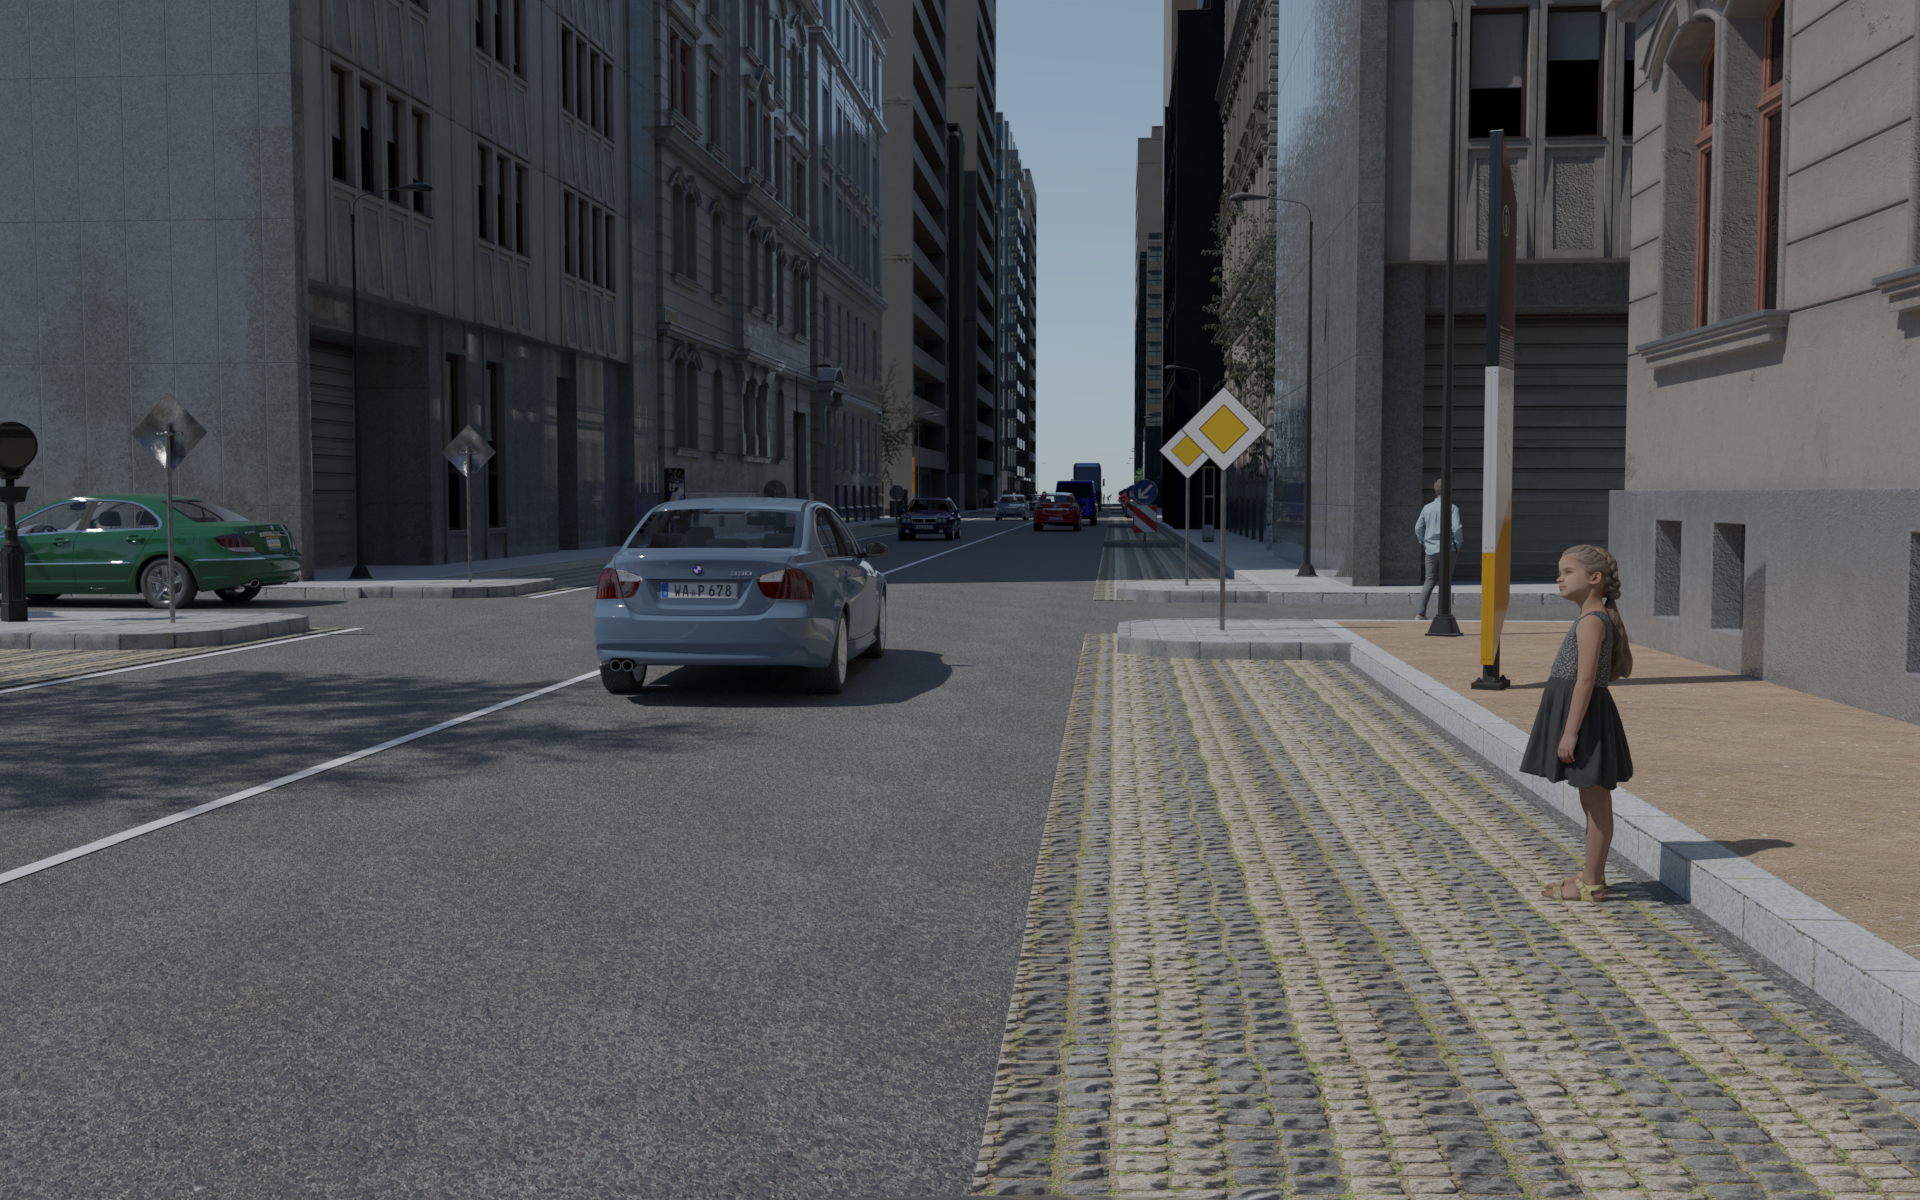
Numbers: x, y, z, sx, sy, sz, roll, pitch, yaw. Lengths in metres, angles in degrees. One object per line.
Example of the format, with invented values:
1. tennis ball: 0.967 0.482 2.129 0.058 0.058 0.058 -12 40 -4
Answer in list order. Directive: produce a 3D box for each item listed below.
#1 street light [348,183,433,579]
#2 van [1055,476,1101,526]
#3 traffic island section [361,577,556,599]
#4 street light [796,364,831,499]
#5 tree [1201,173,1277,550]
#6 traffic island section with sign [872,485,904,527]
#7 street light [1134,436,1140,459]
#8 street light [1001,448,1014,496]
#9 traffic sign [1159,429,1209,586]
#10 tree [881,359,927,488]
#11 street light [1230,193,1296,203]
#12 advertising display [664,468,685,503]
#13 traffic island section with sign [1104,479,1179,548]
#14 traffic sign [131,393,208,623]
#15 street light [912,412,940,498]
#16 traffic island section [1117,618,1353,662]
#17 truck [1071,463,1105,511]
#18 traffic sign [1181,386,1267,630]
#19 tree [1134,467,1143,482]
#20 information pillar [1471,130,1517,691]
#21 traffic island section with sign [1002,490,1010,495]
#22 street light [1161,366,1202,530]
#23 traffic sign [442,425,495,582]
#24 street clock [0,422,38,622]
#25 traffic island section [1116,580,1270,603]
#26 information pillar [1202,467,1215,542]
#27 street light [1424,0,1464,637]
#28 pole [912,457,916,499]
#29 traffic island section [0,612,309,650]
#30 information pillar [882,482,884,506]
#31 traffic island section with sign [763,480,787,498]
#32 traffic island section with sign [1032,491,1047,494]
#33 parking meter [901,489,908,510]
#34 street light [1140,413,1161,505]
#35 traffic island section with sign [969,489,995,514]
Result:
1. street light: -8.563 -3.273 26.060 1.470 5.913 1.316 0 4 5
2. van: 5.392 -4.639 80.239 2.240 2.365 5.245 0 4 6
3. traffic island section: -7.150 -0.179 25.202 2.009 0.180 2.903 0 4 5
4. street light: -5.293 -5.468 61.935 1.470 5.913 1.316 0 4 5
5. tree: 7.303 -5.459 39.610 4.360 8.622 3.978 0 3 0
6. traffic island section with sign: -2.722 -4.051 74.866 1.989 1.847 2.006 0 4 5
7. street light: 14.907 -10.177 138.939 1.470 5.913 1.316 0 4 5
8. street light: 4.683 -12.333 174.188 1.470 5.913 1.316 0 4 5
9. traffic sign: 3.175 -1.257 24.202 0.795 2.450 0.064 0 4 5
10. tree: -4.108 -8.714 92.842 4.360 8.622 3.978 0 3 0
11. street light: 4.859 -3.320 26.830 1.470 5.913 1.316 0 4 5
12. advertising display: -7.019 -2.289 42.640 0.123 1.923 0.974 1 4 15
13. traffic island section with sign: 4.901 -2.346 46.987 1.989 1.847 2.006 0 4 5
14. traffic sign: -7.836 -0.828 17.184 0.795 2.450 0.064 0 4 5
15. street light: -1.863 -7.878 101.348 1.470 5.913 1.316 0 4 5
16. traffic island section: 2.490 0.364 16.324 2.009 0.180 2.903 0 4 5
17. truck: 10.319 -9.374 143.027 2.967 4.110 18.799 0 4 6
18. traffic sign: 2.466 -0.771 16.248 0.795 2.450 0.064 0 4 5
19. tree: 19.874 -12.116 181.811 4.285 4.588 4.351 0 3 0
20. information pillar: 3.559 -1.228 11.440 0.183 3.616 0.504 2 4 29
21. traffic island section with sign: 4.096 -8.732 151.400 1.989 1.847 2.006 0 4 5
22. street light: 8.117 -5.512 62.666 1.470 5.913 1.316 0 4 5
23. traffic sign: -7.126 -1.315 25.138 0.795 2.450 0.064 0 4 5
24. street clock: -9.532 -0.785 17.401 0.358 2.002 0.471 3 5 39
25. traffic island section: 3.200 -0.122 24.277 2.009 0.180 2.903 0 4 5
26. information pillar: 6.636 -2.556 46.279 0.304 2.012 0.304 0 4 3
27. street light: 3.852 -2.633 15.585 1.470 5.913 1.316 0 4 5
28. pole: -2.533 -6.198 95.186 0.158 3.312 0.155 0 3 0
29. traffic island section: -7.860 0.308 17.248 2.009 0.180 2.903 0 4 5
30. information pillar: -4.368 -5.609 96.200 0.304 2.012 0.304 -1 4 -12
31. traffic island section with sign: -5.139 -2.393 47.756 1.989 1.847 2.006 0 4 5
32. traffic island section with sign: 9.027 -12.111 206.635 1.989 1.847 2.006 0 4 5
33. parking meter: -2.923 -5.052 91.011 0.372 1.533 0.369 0 3 0
34. street light: 11.651 -7.985 103.103 1.470 5.913 1.316 0 4 5
35. traffic island section with sign: 1.708 -7.090 124.550 1.989 1.847 2.006 0 4 5
